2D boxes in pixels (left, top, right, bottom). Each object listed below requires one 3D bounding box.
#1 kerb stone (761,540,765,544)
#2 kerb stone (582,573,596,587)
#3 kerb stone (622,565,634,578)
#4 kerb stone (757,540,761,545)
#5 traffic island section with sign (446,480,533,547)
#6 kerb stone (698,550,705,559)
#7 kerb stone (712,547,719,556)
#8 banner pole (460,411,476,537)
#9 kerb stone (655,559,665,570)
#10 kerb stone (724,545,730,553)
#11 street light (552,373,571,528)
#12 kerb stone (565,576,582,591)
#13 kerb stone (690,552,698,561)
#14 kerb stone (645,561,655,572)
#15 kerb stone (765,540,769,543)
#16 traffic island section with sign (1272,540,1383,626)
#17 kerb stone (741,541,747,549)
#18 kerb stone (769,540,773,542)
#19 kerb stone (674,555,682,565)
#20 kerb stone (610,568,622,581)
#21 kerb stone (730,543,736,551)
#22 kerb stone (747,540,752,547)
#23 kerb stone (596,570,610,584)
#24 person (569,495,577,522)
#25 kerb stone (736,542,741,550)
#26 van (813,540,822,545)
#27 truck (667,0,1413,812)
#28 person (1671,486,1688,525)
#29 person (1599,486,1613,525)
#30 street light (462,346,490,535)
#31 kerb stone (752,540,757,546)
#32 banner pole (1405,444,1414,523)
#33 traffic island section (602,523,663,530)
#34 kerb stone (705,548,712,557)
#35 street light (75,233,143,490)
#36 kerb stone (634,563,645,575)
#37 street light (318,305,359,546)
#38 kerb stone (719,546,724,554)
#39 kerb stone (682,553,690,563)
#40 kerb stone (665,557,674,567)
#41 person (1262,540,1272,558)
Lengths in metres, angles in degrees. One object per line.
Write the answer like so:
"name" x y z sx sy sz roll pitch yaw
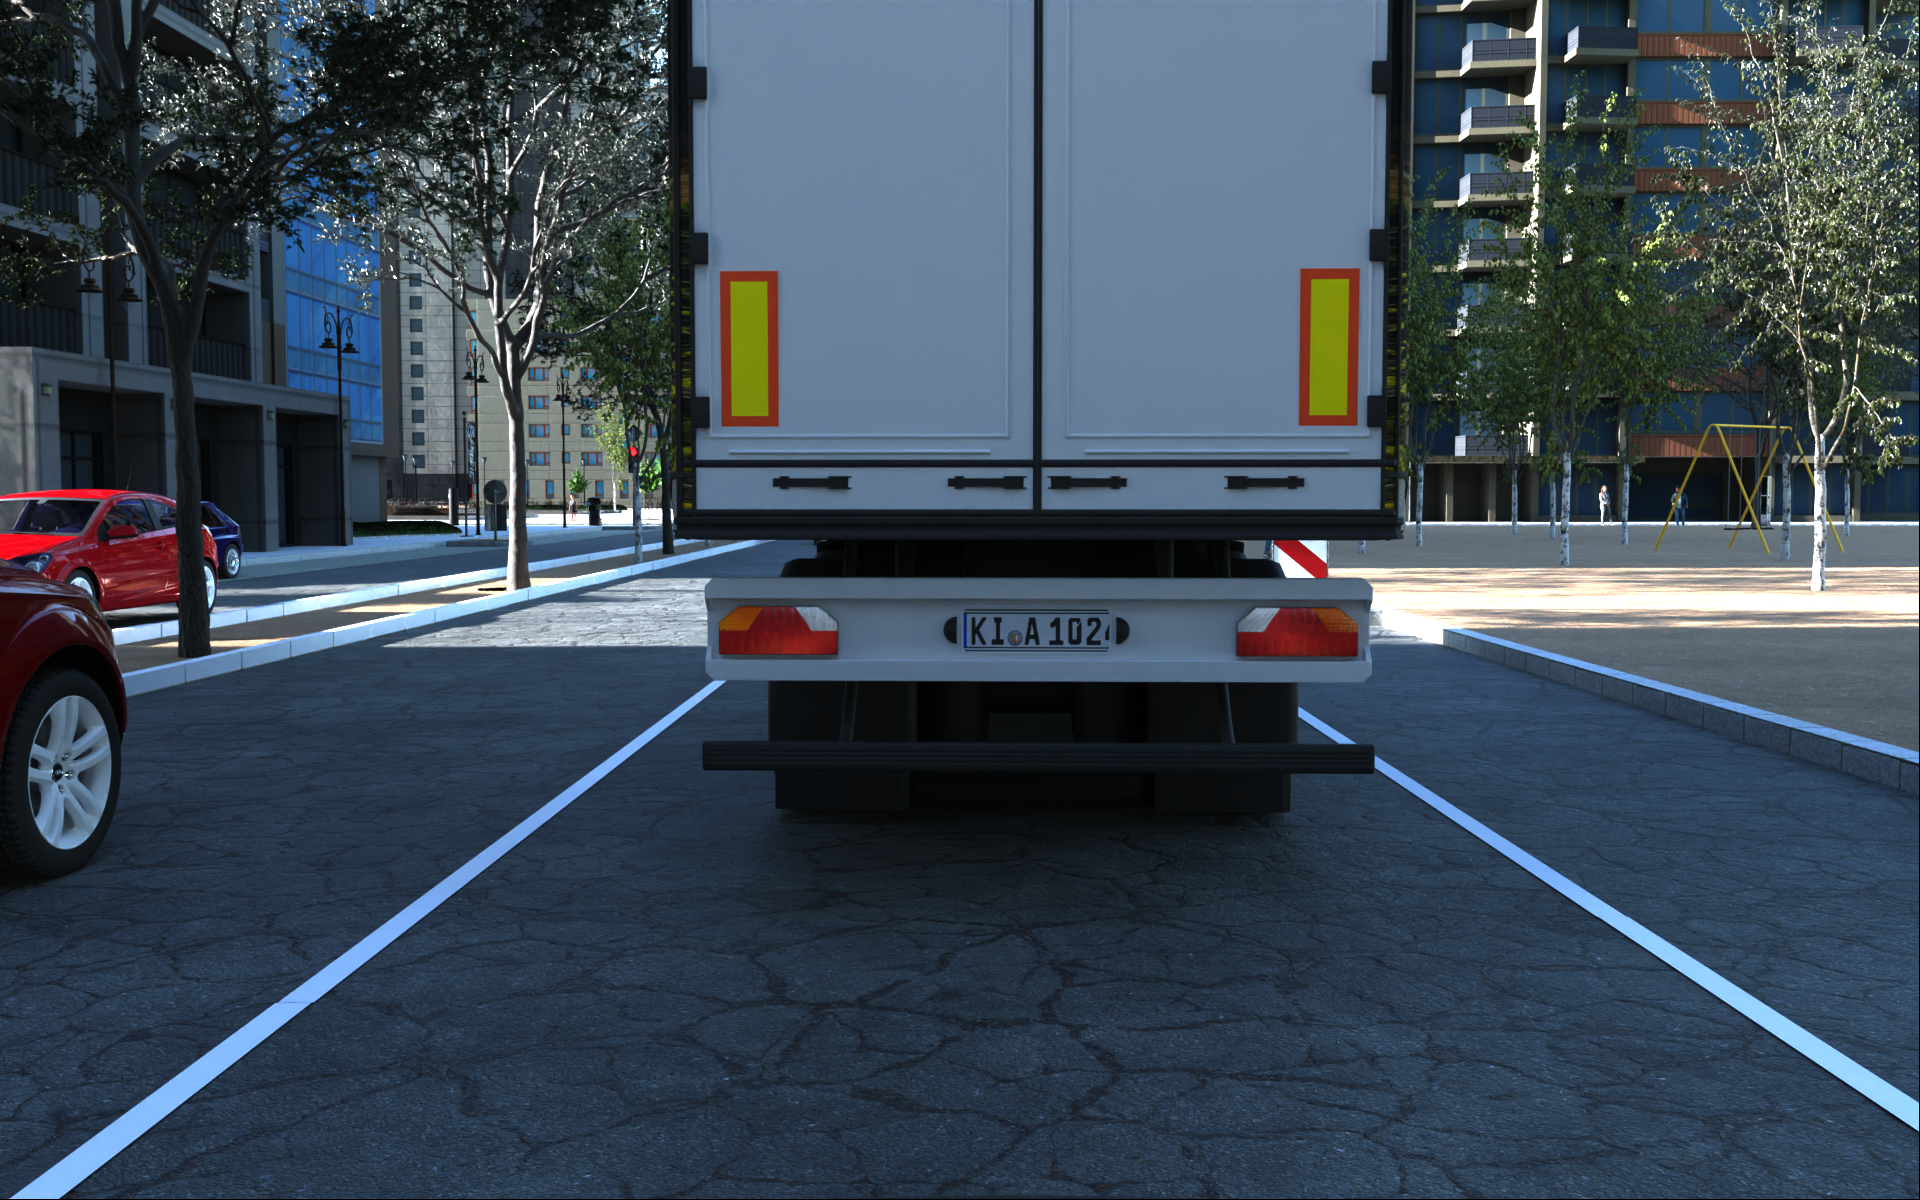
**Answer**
"kerb stone" -5.768 -1.670 49.507 0.120 0.150 1.000 0 4 0
"kerb stone" -5.861 -0.288 26.914 0.120 0.150 1.000 0 4 0
"kerb stone" -5.849 -0.477 30.006 0.120 0.150 1.000 0 4 0
"kerb stone" -5.771 -1.603 48.483 0.120 0.150 1.000 0 4 0
"traffic island section with sign" -12.876 -2.386 47.636 1.989 1.847 2.006 0 4 0
"kerb stone" -5.818 -0.977 38.210 0.120 0.150 1.000 0 4 0
"kerb stone" -5.801 -1.105 40.263 0.120 0.150 1.000 0 4 0
"banner pole" -14.840 -3.815 52.389 0.401 3.779 0.863 1 4 14
"kerb stone" -5.829 -0.664 33.081 0.120 0.150 1.000 0 4 0
"kerb stone" -5.807 -1.230 42.327 0.120 0.150 1.000 0 4 0
"street light" -15.162 -5.717 66.265 0.468 5.910 1.993 0 4 0
"kerb stone" -5.864 -0.226 25.892 0.120 0.150 1.000 0 4 0
"kerb stone" -5.820 -0.910 37.189 0.120 0.150 1.000 0 4 0
"kerb stone" -5.843 -0.602 32.052 0.120 0.150 1.000 0 4 0
"kerb stone" -5.763 -1.733 50.529 0.120 0.150 1.000 0 4 0
"traffic island section with sign" 3.630 -0.685 19.824 1.989 1.847 2.006 0 4 0
"kerb stone" -5.786 -1.419 45.404 0.120 0.150 1.000 0 4 0
"kerb stone" -5.763 -1.796 51.556 0.120 0.150 1.000 0 4 0
"kerb stone" -5.824 -0.789 35.138 0.120 0.150 1.000 0 4 0
"kerb stone" -5.852 -0.413 28.984 0.120 0.150 1.000 0 4 0
"kerb stone" -5.795 -1.294 43.359 0.120 0.150 1.000 0 4 0
"kerb stone" -5.780 -1.483 46.439 0.120 0.150 1.000 0 4 0
"kerb stone" -5.849 -0.351 27.947 0.120 0.150 1.000 0 4 0
"person" -17.949 -4.259 80.347 0.362 1.253 0.373 1 4 19
"kerb stone" -5.790 -1.357 44.381 0.120 0.150 1.000 0 4 0
"van" -3.302 -2.638 50.149 2.013 2.044 4.112 0 4 0
"truck" 0.442 -1.364 11.209 2.839 4.237 11.283 0 4 2
"person" 29.673 -3.828 71.439 0.623 1.781 0.721 1 4 12
"person" 27.592 -3.979 73.834 0.520 1.790 0.573 -3 4 -37
"street light" -15.104 -4.975 54.125 0.468 5.910 1.993 0 4 0
"kerb stone" -5.766 -1.541 47.461 0.120 0.150 1.000 0 4 0
"banner pole" 19.685 -5.298 76.637 0.863 3.779 0.401 1 4 10
"traffic island section" -13.121 -2.903 69.741 2.009 0.180 2.903 0 4 0
"kerb stone" -5.809 -1.039 39.242 0.120 0.150 1.000 0 4 0
"street light" -15.157 -3.560 31.000 0.468 5.910 1.993 0 4 0
"kerb stone" -5.839 -0.538 31.030 0.120 0.150 1.000 0 4 0
"street light" -15.214 -4.268 42.563 0.468 5.910 1.993 0 4 0
"kerb stone" -5.807 -1.168 41.288 0.120 0.150 1.000 0 4 0
"kerb stone" -5.821 -0.854 36.160 0.120 0.150 1.000 0 4 0
"kerb stone" -5.822 -0.725 34.103 0.120 0.150 1.000 0 4 0
"person" 6.302 -1.723 34.206 0.713 1.824 0.794 -1 4 -16
